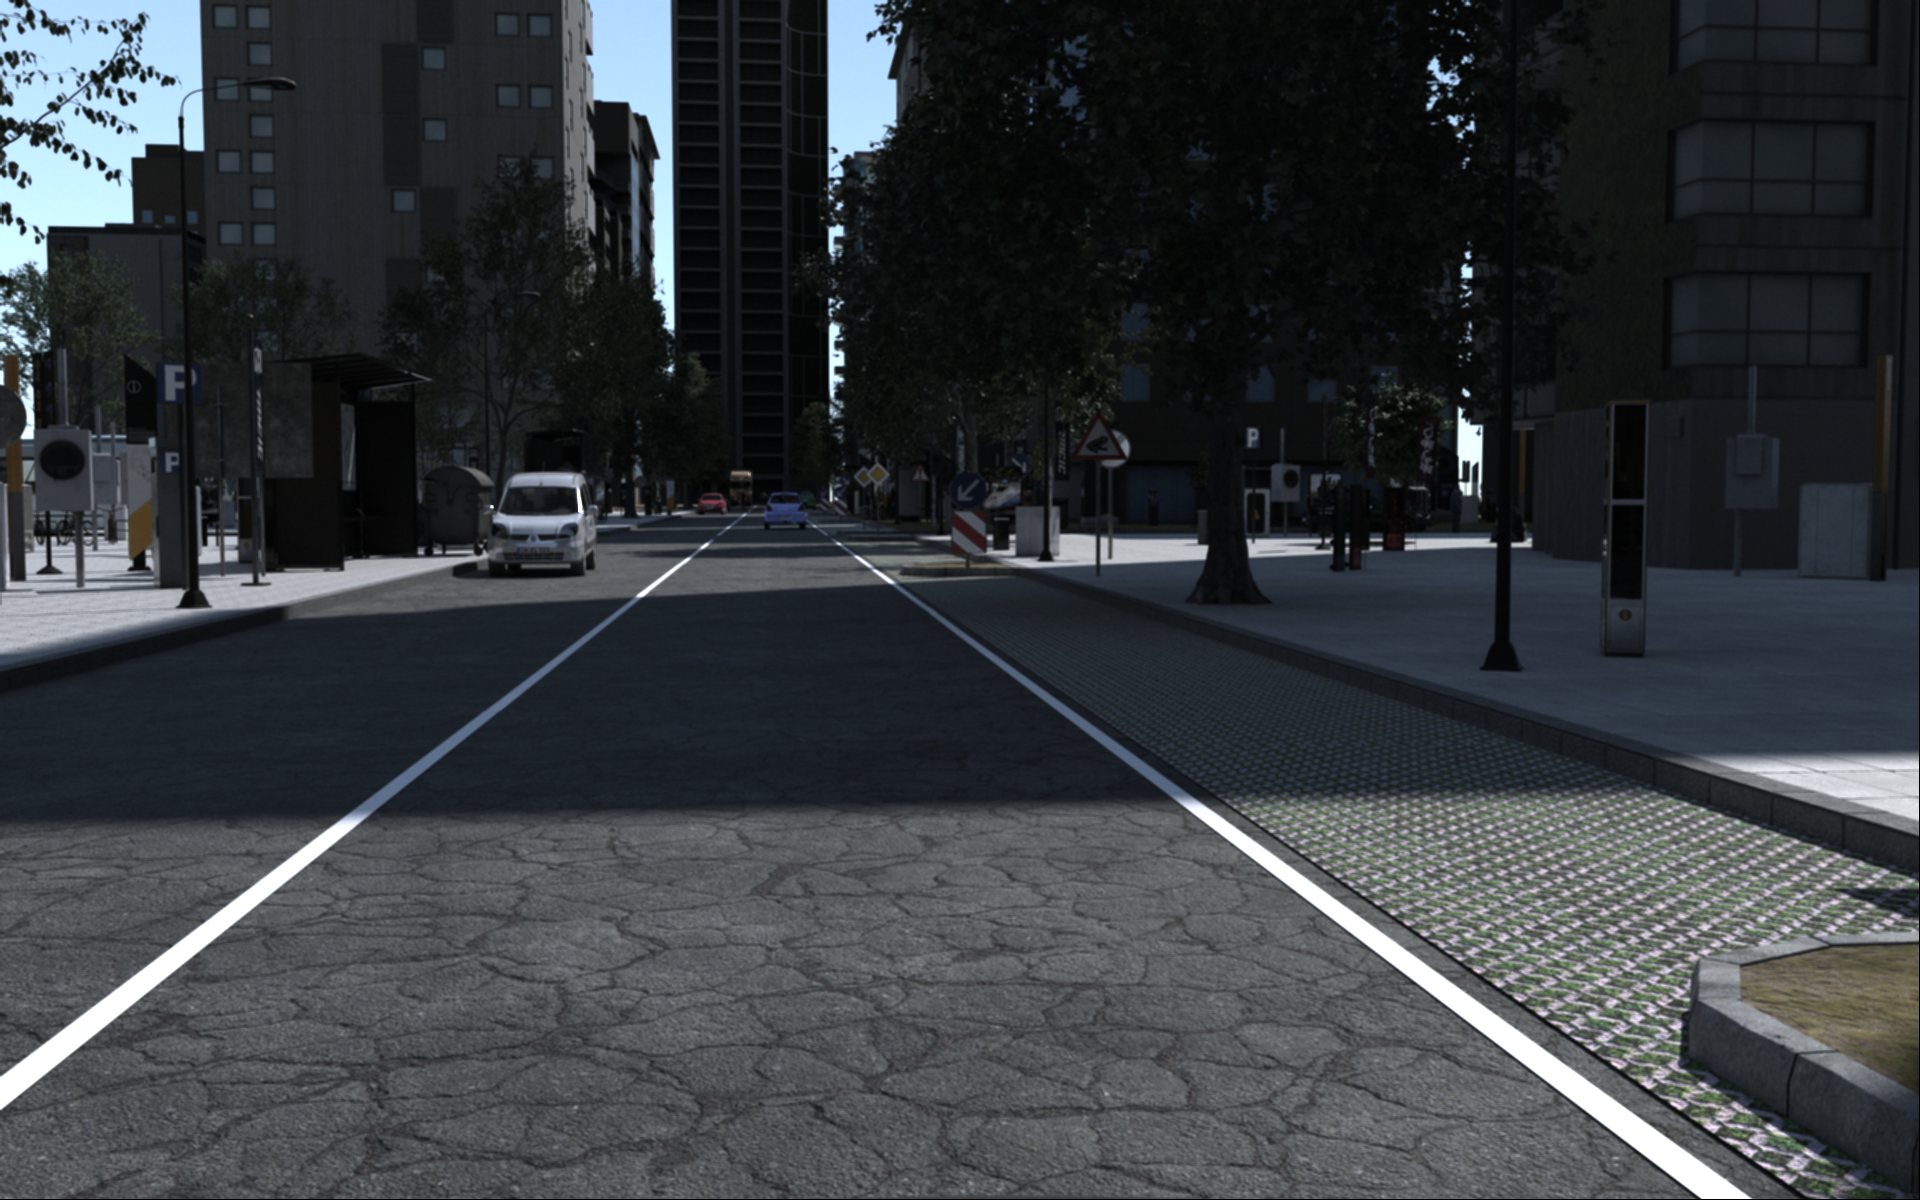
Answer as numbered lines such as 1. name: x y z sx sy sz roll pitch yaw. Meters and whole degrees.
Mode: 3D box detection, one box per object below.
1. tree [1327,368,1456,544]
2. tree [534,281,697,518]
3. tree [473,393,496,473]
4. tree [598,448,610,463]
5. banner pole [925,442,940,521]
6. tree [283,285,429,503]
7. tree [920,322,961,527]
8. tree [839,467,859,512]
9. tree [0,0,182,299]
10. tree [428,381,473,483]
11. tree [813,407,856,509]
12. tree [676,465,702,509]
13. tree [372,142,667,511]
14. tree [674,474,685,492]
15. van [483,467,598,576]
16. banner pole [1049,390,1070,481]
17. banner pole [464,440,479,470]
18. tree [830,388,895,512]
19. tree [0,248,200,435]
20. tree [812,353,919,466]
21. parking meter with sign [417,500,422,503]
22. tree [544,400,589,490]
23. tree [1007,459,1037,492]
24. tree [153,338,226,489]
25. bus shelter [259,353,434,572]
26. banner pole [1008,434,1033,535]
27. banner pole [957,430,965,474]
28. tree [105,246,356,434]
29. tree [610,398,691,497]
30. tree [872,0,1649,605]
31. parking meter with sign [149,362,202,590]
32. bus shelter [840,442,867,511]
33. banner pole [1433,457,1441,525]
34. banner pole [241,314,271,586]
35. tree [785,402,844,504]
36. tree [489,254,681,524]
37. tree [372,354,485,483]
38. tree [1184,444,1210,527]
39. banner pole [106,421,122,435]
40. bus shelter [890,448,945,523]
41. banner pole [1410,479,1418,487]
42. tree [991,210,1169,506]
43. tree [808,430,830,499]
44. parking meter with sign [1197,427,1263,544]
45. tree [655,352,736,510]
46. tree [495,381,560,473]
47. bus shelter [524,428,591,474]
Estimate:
1. tree: 11.220 -3.752 45.058 4.285 4.588 4.351 0 3 0
2. tree: -17.725 -10.715 92.202 9.611 12.733 9.660 0 3 0
3. tree: -32.693 -10.286 118.537 4.360 8.622 3.978 0 3 0
4. tree: -27.305 -10.894 128.475 4.360 8.622 3.978 0 3 0
5. banner pole: -1.242 -5.655 82.484 0.401 3.779 0.863 -2 4 -24
6. tree: -22.281 -6.835 62.122 4.360 8.622 3.978 0 3 0
7. tree: -0.802 -7.205 68.168 4.360 8.622 3.978 0 3 0
8. tree: -7.675 -7.858 123.076 1.663 3.219 1.824 0 3 0
9. tree: -8.376 -3.826 12.924 4.360 8.622 3.978 0 3 0
10. tree: -29.751 -8.839 94.884 4.360 8.622 3.978 0 3 0
11. tree: -10.573 -11.985 146.317 4.360 8.622 3.978 0 3 0
12. tree: -24.217 -10.245 151.225 4.285 4.588 4.351 0 3 0
13. tree: -12.112 -6.824 45.982 7.601 10.594 8.767 1 4 22
14. tree: -21.719 -8.267 129.765 1.663 3.219 1.824 0 3 0
15. van: -7.567 -1.499 31.526 2.013 2.044 4.112 0 4 -8
16. banner pole: 2.291 -3.112 40.903 0.863 3.779 0.401 -3 4 -36
17. banner pole: -22.717 -5.529 80.413 0.863 3.779 0.401 0 4 -3
18. tree: -4.791 -9.049 98.313 4.737 8.622 4.395 0 3 0
19. tree: -37.610 -8.997 72.863 9.928 11.665 9.643 0 3 0
20. tree: -5.460 -10.497 106.038 7.601 10.594 8.767 1 4 8
21. parking meter with sign: -40.918 -8.134 129.246 0.543 3.016 1.738 2 4 27
22. tree: -26.571 -10.340 119.427 4.737 8.622 4.395 0 3 0
23. tree: 2.553 -5.204 79.686 1.663 3.219 1.824 0 3 0
24. tree: -36.271 -8.093 82.684 4.737 8.622 4.395 0 3 0
25. bus shelter: -11.120 -2.478 31.797 1.731 3.624 6.357 0 4 -6
26. banner pole: 1.747 -3.945 54.512 0.863 3.779 0.401 2 4 30
27. banner pole: 0.148 -3.844 52.864 0.401 3.779 0.863 -3 4 -39
28. tree: -29.263 -8.937 71.868 9.928 11.665 9.643 0 3 0
29. tree: -19.018 -9.752 109.805 4.360 8.622 3.978 0 3 0
30. tree: 3.045 -6.303 20.067 9.611 12.733 9.660 0 3 0
31. parking meter with sign: -10.796 -1.680 23.734 0.543 3.016 1.738 -2 4 -33
32. bus shelter: -7.900 -9.340 130.344 2.179 5.291 8.768 0 4 -6
33. banner pole: 19.713 -4.999 71.750 0.401 3.779 0.863 1 4 21
34. banner pole: -9.925 -2.107 24.460 0.401 3.779 0.863 0 4 -7
35. tree: -17.905 -18.031 212.936 7.486 12.596 7.792 0 3 0
36. tree: -16.208 -9.138 75.169 9.928 11.665 9.643 0 3 0
37. tree: -27.050 -8.524 89.737 4.737 8.622 4.395 0 3 0
38. tree: 9.512 -4.435 67.109 1.663 3.219 1.824 0 3 0
39. banner pole: -29.090 -4.264 59.734 0.863 3.779 0.401 2 4 24
40. bus shelter: -1.950 -5.156 78.231 2.014 3.302 5.546 0 4 -6
41. banner pole: 35.800 -8.981 136.860 0.863 3.779 0.401 0 4 4
42. tree: 2.090 -5.282 36.730 4.737 8.622 4.395 0 3 0
43. tree: -13.617 -14.226 182.952 4.737 8.622 4.395 0 3 0
44. parking meter with sign: 6.939 -2.960 44.650 1.738 3.016 0.543 -2 4 -31
45. tree: -21.855 -13.449 138.014 7.486 12.596 7.792 0 3 0
46. tree: -27.973 -9.992 113.737 4.360 8.622 3.978 0 3 0
47. bus shelter: -14.878 -4.466 64.296 1.731 3.624 6.357 0 4 -6
